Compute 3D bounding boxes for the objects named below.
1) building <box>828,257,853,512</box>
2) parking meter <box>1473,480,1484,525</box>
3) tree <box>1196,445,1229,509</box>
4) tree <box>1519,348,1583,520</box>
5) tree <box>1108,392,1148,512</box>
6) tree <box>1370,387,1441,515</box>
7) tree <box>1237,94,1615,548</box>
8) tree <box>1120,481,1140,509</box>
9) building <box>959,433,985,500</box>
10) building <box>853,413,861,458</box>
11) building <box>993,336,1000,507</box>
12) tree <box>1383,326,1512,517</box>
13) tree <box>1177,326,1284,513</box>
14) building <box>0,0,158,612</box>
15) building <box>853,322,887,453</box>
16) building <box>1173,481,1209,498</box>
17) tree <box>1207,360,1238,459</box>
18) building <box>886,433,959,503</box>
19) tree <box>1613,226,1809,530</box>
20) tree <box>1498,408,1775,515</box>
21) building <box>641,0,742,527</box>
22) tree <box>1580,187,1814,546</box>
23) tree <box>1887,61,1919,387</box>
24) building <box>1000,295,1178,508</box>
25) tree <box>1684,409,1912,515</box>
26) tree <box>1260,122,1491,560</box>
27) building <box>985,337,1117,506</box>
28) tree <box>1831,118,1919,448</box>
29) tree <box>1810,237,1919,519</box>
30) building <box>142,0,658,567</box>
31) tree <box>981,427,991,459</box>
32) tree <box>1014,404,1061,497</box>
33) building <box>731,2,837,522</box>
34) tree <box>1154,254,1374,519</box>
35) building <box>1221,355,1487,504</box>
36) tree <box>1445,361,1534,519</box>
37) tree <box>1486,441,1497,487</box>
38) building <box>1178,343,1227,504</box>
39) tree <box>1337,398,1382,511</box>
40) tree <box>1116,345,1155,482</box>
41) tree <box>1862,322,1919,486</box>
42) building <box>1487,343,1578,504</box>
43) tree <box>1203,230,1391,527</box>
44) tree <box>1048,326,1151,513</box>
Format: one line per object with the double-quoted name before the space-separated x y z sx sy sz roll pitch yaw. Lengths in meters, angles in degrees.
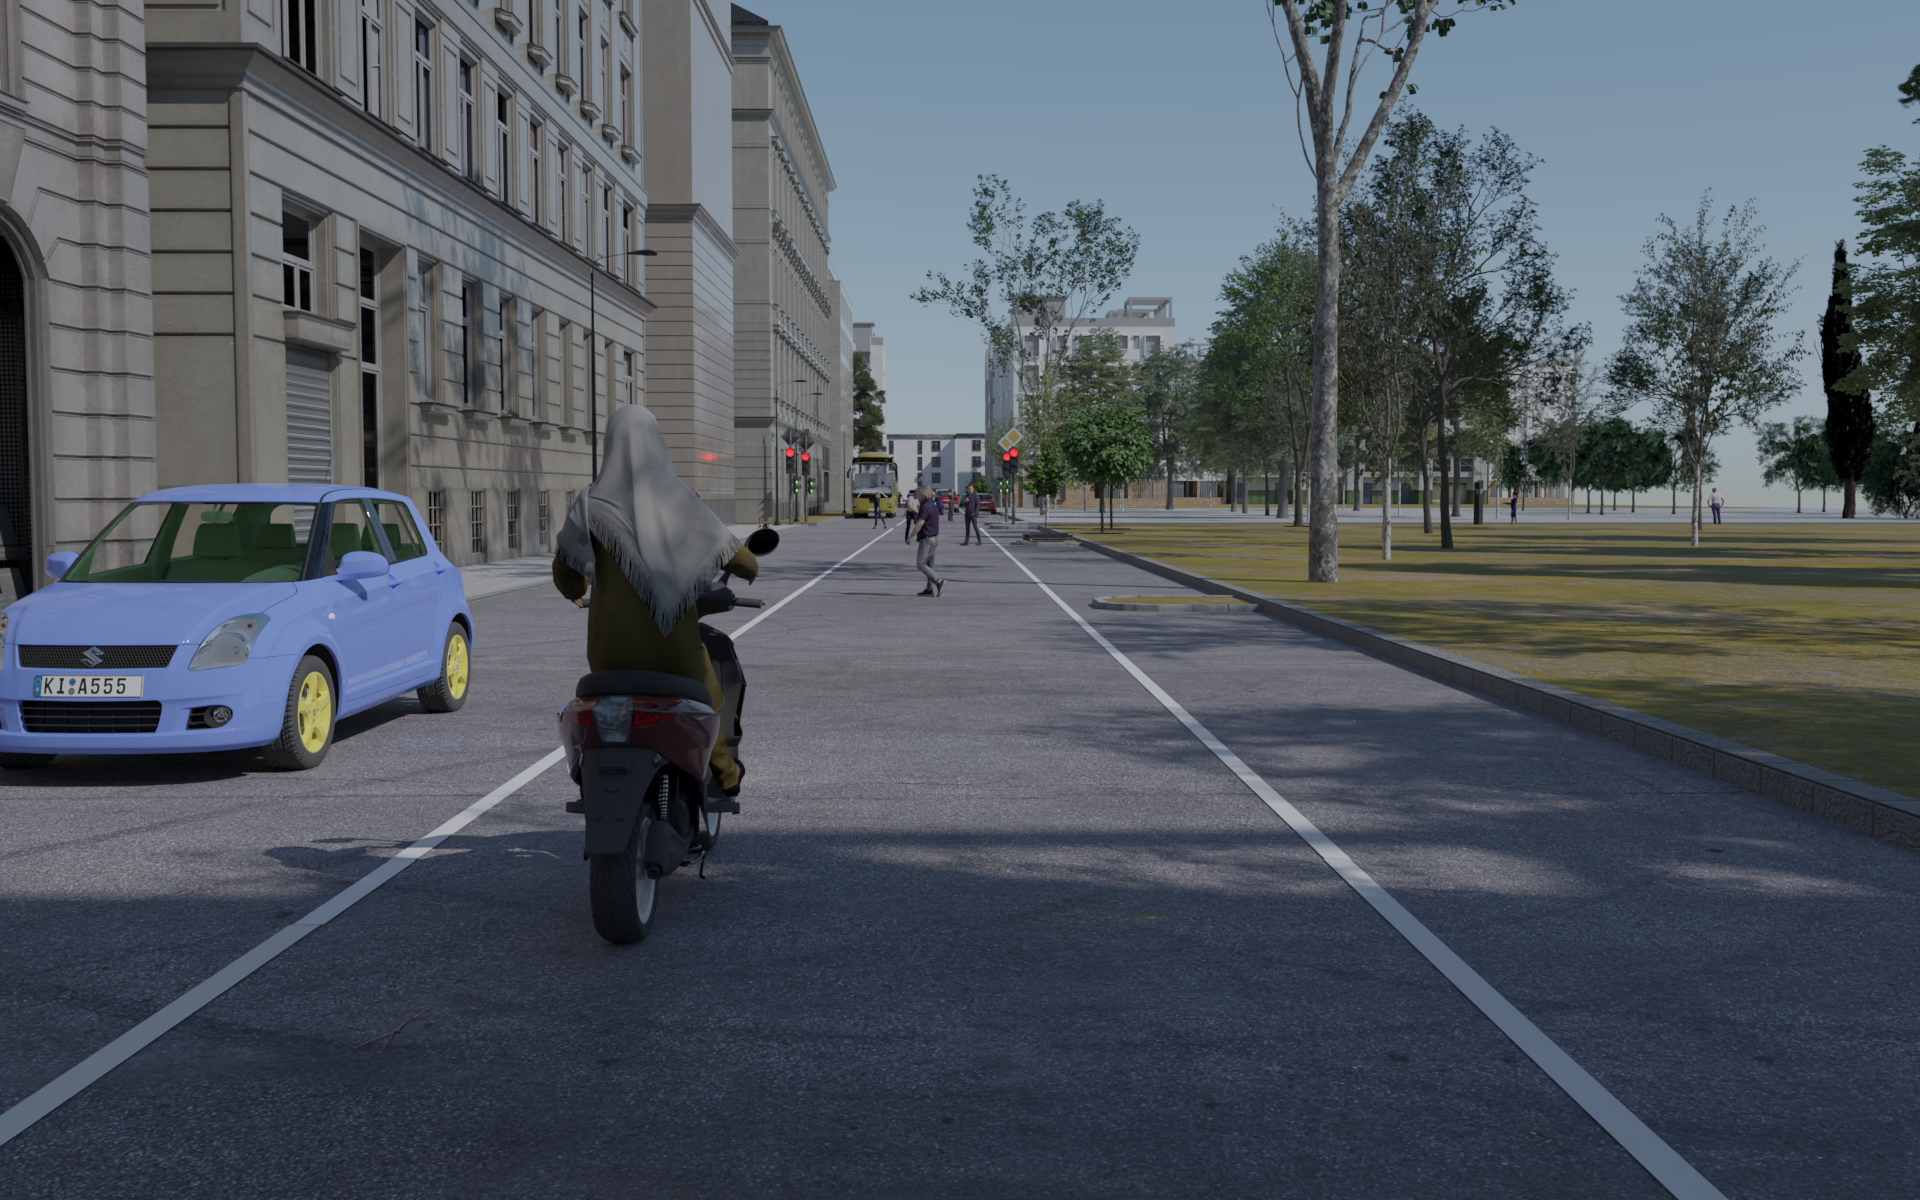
"building" -13.781 -16.953 131.930 10.420 20.320 16.860 0 4 -1
"parking meter" 21.736 -4.092 72.608 0.399 1.863 0.255 -3 5 -43
"tree" 21.869 -12.267 150.928 4.360 8.622 3.978 0 3 0
"tree" 29.698 -8.229 84.900 4.360 8.622 3.978 0 3 0
"tree" 11.427 -10.625 124.079 4.360 8.622 3.978 0 3 0
"tree" 27.024 -9.481 105.373 4.737 8.622 4.395 0 3 0
"tree" 11.233 -6.510 40.858 7.601 10.594 8.767 1 4 20
"tree" 13.954 -12.193 149.709 4.737 8.622 4.395 0 3 0
"building" 13.494 -18.428 243.442 28.070 9.664 9.099 0 4 -1
"building" -13.685 -13.877 169.030 9.099 9.664 28.070 0 4 -1
"building" 11.511 -19.921 182.134 16.016 20.091 11.380 0 4 -1
"tree" 27.882 -10.701 97.009 6.751 12.117 7.091 0 3 0
"tree" 18.508 -12.002 114.362 7.486 12.596 7.792 0 3 0
"building" -15.021 -10.156 7.848 13.314 21.916 24.055 0 4 -1
"building" -15.970 -20.303 188.378 16.016 20.091 11.380 0 4 -1
"building" 41.661 -18.470 244.136 28.070 9.664 9.099 0 4 -1
"tree" 18.405 -10.300 102.820 8.767 10.594 7.601 2 4 23
"building" -14.573 -18.401 242.995 28.070 9.664 9.099 0 4 -1
"tree" 25.863 -7.746 61.056 7.601 10.594 8.767 -1 4 -17
"tree" 43.201 -9.176 112.927 11.467 7.101 20.602 0 4 6
"building" -21.248 -16.348 64.554 25.104 27.353 12.463 0 4 -1
"tree" 18.392 -5.642 42.601 4.360 8.622 3.978 0 3 0
"tree" 22.706 -7.753 34.179 7.806 13.903 7.818 0 3 0
"building" 12.366 -19.199 170.327 16.016 20.091 11.380 0 4 -1
"tree" 58.504 -9.290 114.802 11.467 7.101 20.602 0 4 -2
"tree" 8.129 -5.100 33.745 4.360 8.622 3.978 0 3 0
"building" 11.675 -20.618 203.567 16.747 18.905 31.486 0 4 -1
"tree" 27.013 -7.798 45.629 7.486 12.596 7.792 0 3 0
"tree" 52.133 -11.539 90.492 13.155 14.587 18.604 2 4 34
"building" -16.079 -12.326 34.814 16.112 22.955 30.059 0 4 -1
"tree" 4.400 -11.940 145.588 4.737 8.622 4.395 0 3 0
"tree" 7.188 -11.579 139.678 4.360 8.622 3.978 0 3 0
"building" -16.830 -19.841 100.816 17.030 29.872 44.131 0 4 -1
"tree" 17.035 -11.260 90.755 9.857 13.997 8.962 0 3 0
"building" 49.729 -21.823 223.257 31.486 18.905 16.747 0 4 -1
"tree" 27.730 -8.535 89.909 4.737 8.622 4.395 0 3 0
"tree" 49.089 -10.610 136.384 11.467 7.101 20.602 2 4 30
"building" 27.735 -22.440 223.319 11.380 20.091 16.016 0 4 -1
"tree" 30.085 -12.786 131.110 6.751 12.117 7.091 0 3 0
"tree" 16.947 -14.300 140.453 9.857 13.997 8.962 0 3 0
"tree" 30.493 -6.300 53.374 4.360 8.622 3.978 0 3 0
"building" 71.164 -22.425 223.068 11.380 20.091 16.016 0 4 -1
"tree" 13.294 -8.653 67.230 9.928 11.665 9.643 0 3 0
"tree" 9.269 -12.190 117.433 7.486 12.596 7.792 0 3 0
